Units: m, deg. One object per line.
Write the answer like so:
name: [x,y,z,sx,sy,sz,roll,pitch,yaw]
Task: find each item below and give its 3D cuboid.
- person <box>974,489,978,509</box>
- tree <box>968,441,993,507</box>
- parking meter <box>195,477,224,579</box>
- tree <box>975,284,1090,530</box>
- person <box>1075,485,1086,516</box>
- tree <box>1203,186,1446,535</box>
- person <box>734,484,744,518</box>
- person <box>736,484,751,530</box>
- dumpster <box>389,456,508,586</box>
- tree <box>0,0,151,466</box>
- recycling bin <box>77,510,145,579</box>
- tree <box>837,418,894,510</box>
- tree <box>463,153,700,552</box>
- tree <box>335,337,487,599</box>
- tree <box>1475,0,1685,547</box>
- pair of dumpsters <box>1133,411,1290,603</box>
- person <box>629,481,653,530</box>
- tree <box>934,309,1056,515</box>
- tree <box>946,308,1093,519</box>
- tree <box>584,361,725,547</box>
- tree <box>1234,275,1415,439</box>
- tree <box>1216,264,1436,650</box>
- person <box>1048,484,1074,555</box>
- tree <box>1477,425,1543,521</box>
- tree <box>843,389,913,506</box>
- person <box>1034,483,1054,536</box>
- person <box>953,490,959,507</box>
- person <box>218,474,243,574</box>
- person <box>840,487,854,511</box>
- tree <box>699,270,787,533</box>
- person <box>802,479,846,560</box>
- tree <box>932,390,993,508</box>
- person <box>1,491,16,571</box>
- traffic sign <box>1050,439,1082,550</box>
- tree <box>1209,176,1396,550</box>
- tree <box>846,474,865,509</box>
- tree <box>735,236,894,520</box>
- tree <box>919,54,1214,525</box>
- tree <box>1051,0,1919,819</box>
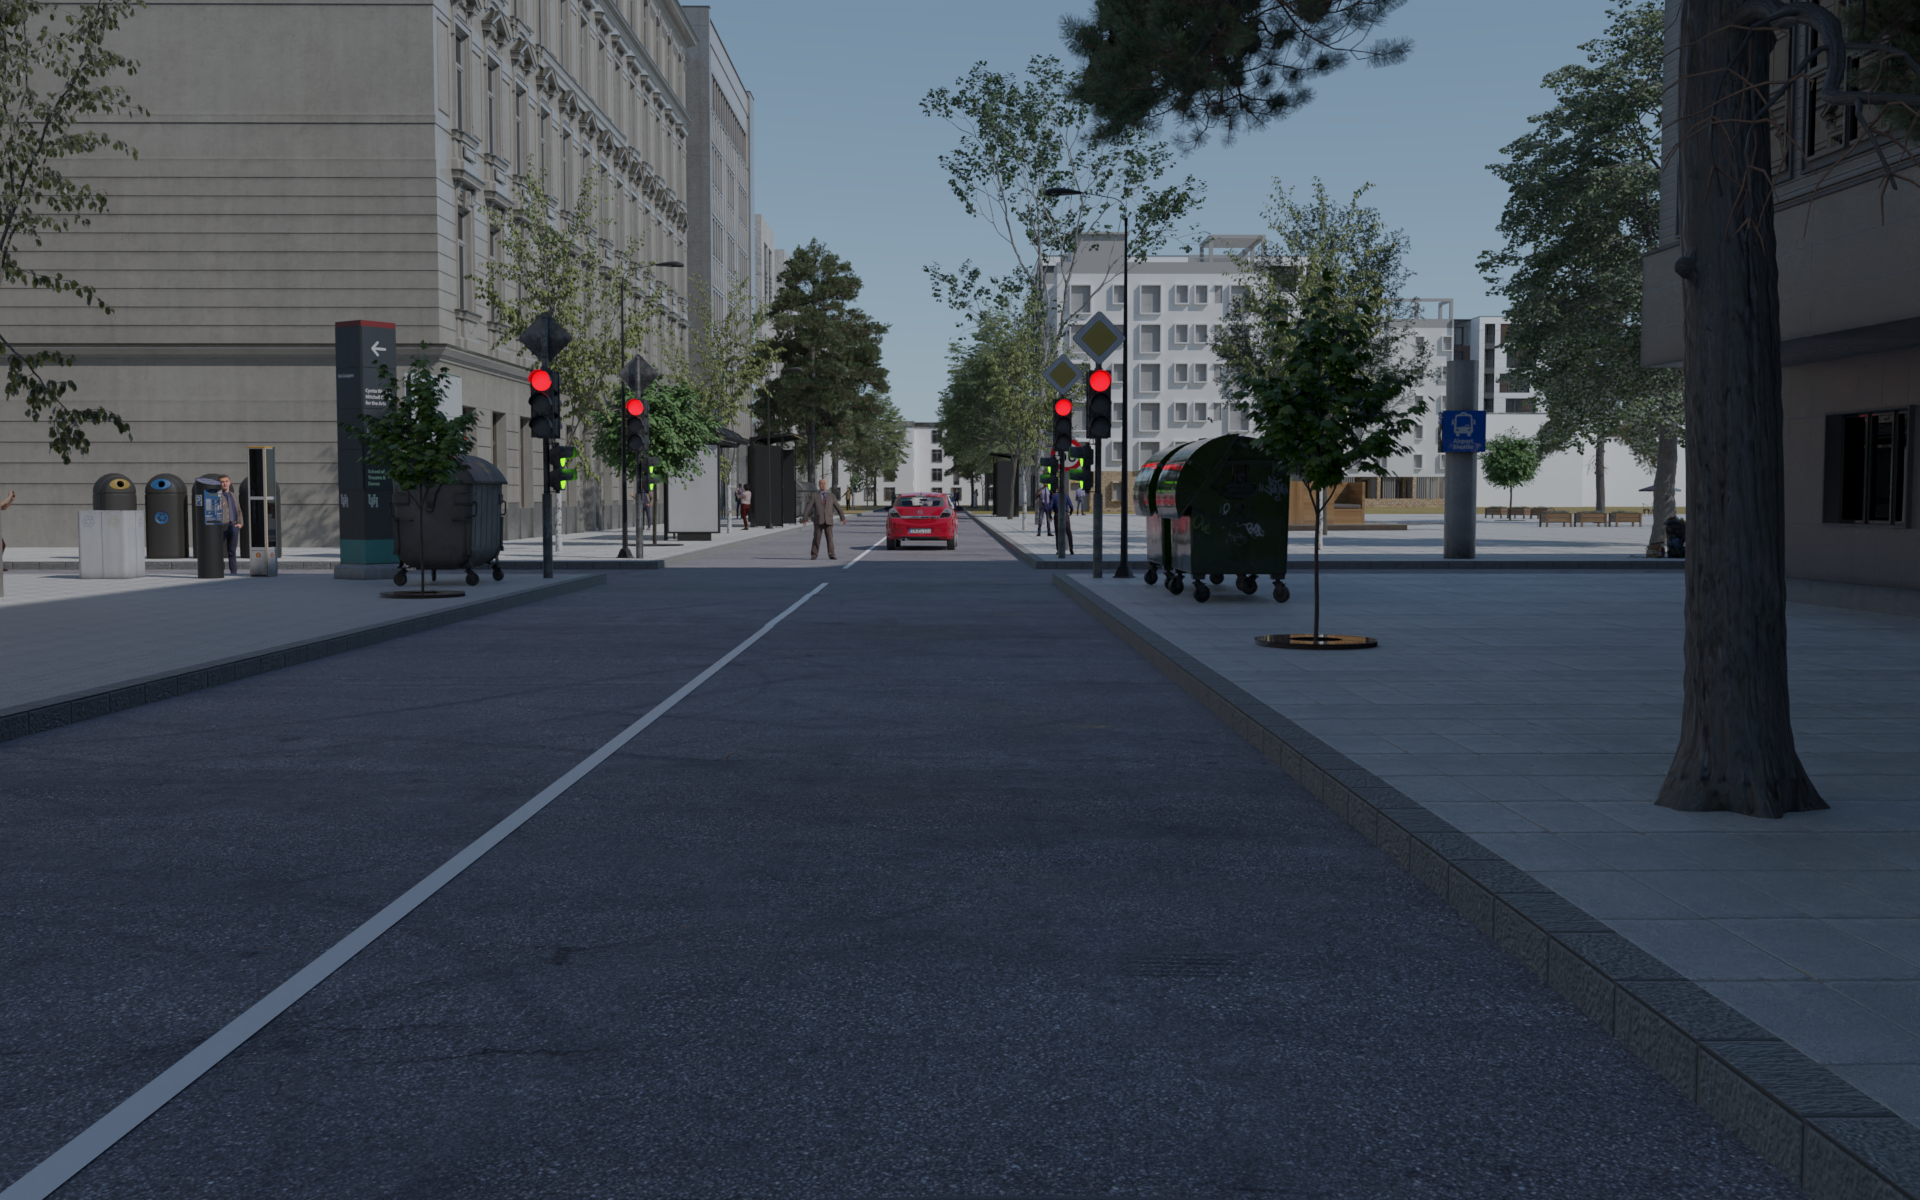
person: [1.413,-8.901,152.237,0.551,1.740,0.621,3,4,38]
tree: [2.203,-13.726,174.787,4.360,8.622,3.978,0,3,0]
parking meter: [-11.403,-1.096,26.325,0.372,1.533,0.369,0,3,0]
tree: [2.420,-6.755,60.801,4.737,8.622,4.395,0,3,0]
person: [7.235,-5.960,103.354,0.709,1.838,0.599,2,4,26]
tree: [11.092,-7.286,53.536,8.767,10.594,7.601,3,5,41]
person: [-11.563,-5.242,91.623,0.709,1.838,0.599,2,4,30]
person: [-7.699,-3.306,61.559,0.517,1.644,0.566,-1,4,-16]
dumpster: [-7.311,-1.163,24.775,1.264,1.857,1.865,0,4,0]
tree: [-8.700,-3.920,14.461,4.360,8.622,3.978,0,3,0]
recycling bin: [-12.933,-0.847,26.411,0.722,1.027,0.722,0,4,-4]
tree: [-8.354,-11.447,137.515,4.360,8.622,3.978,0,3,0]
tree: [-8.707,-5.384,38.391,4.737,8.622,4.395,0,3,0]
tree: [-6.627,-1.645,21.504,1.663,3.219,1.824,0,3,0]
tree: [17.422,-8.295,42.282,9.857,13.997,8.962,0,3,0]
pair of dumpsters: [3.248,-1.216,22.383,1.574,2.255,4.436,0,4,0]
person: [-11.258,-3.340,61.190,0.617,1.759,0.750,2,4,33]
tree: [2.236,-11.552,106.999,7.486,12.596,7.792,0,3,0]
tree: [2.753,-9.324,86.861,7.601,10.594,8.767,3,5,44]
tree: [-7.542,-3.617,42.849,4.285,4.588,4.351,0,3,0]
tree: [20.159,-11.384,96.491,12.009,13.543,11.850,0,3,0]
tree: [3.160,-1.224,14.613,1.663,3.219,1.824,0,3,0]
person: [2.230,-1.720,36.867,0.574,1.496,0.600,2,4,27]
tree: [26.329,-6.071,82.970,4.285,4.588,4.351,0,3,0]
tree: [-8.714,-16.374,185.845,7.486,12.596,7.792,0,3,0]
person: [2.580,-2.783,52.367,0.655,1.722,0.431,0,4,-7]
person: [-0.325,-9.175,158.951,0.683,1.767,0.568,1,4,16]
person: [-11.965,-1.183,28.372,0.617,1.759,0.750,-3,5,-43]
person: [-8.730,-7.867,134.760,1.348,1.812,0.705,3,4,37]
tree: [-7.772,-6.480,56.302,4.737,8.622,4.395,0,3,0]
person: [-2.954,-1.754,37.737,0.990,1.755,0.434,-1,4,-13]
tree: [1.026,-14.407,161.308,9.928,11.665,9.643,0,3,0]
person: [-17.879,-1.360,32.197,0.566,1.644,0.517,1,4,18]
traffic sign: [2.438,-2.405,39.426,0.768,2.556,0.104,0,4,4]
tree: [8.012,-5.440,39.314,4.737,8.622,4.395,0,3,0]
tree: [-9.288,-9.537,150.538,1.663,3.219,1.824,0,3,0]
tree: [-7.204,-10.919,85.952,7.806,13.903,7.818,0,3,0]
tree: [4.351,-13.269,72.833,12.611,20.169,13.585,0,3,0]
tree: [3.151,-5.188,6.879,6.751,12.117,7.091,0,3,0]
